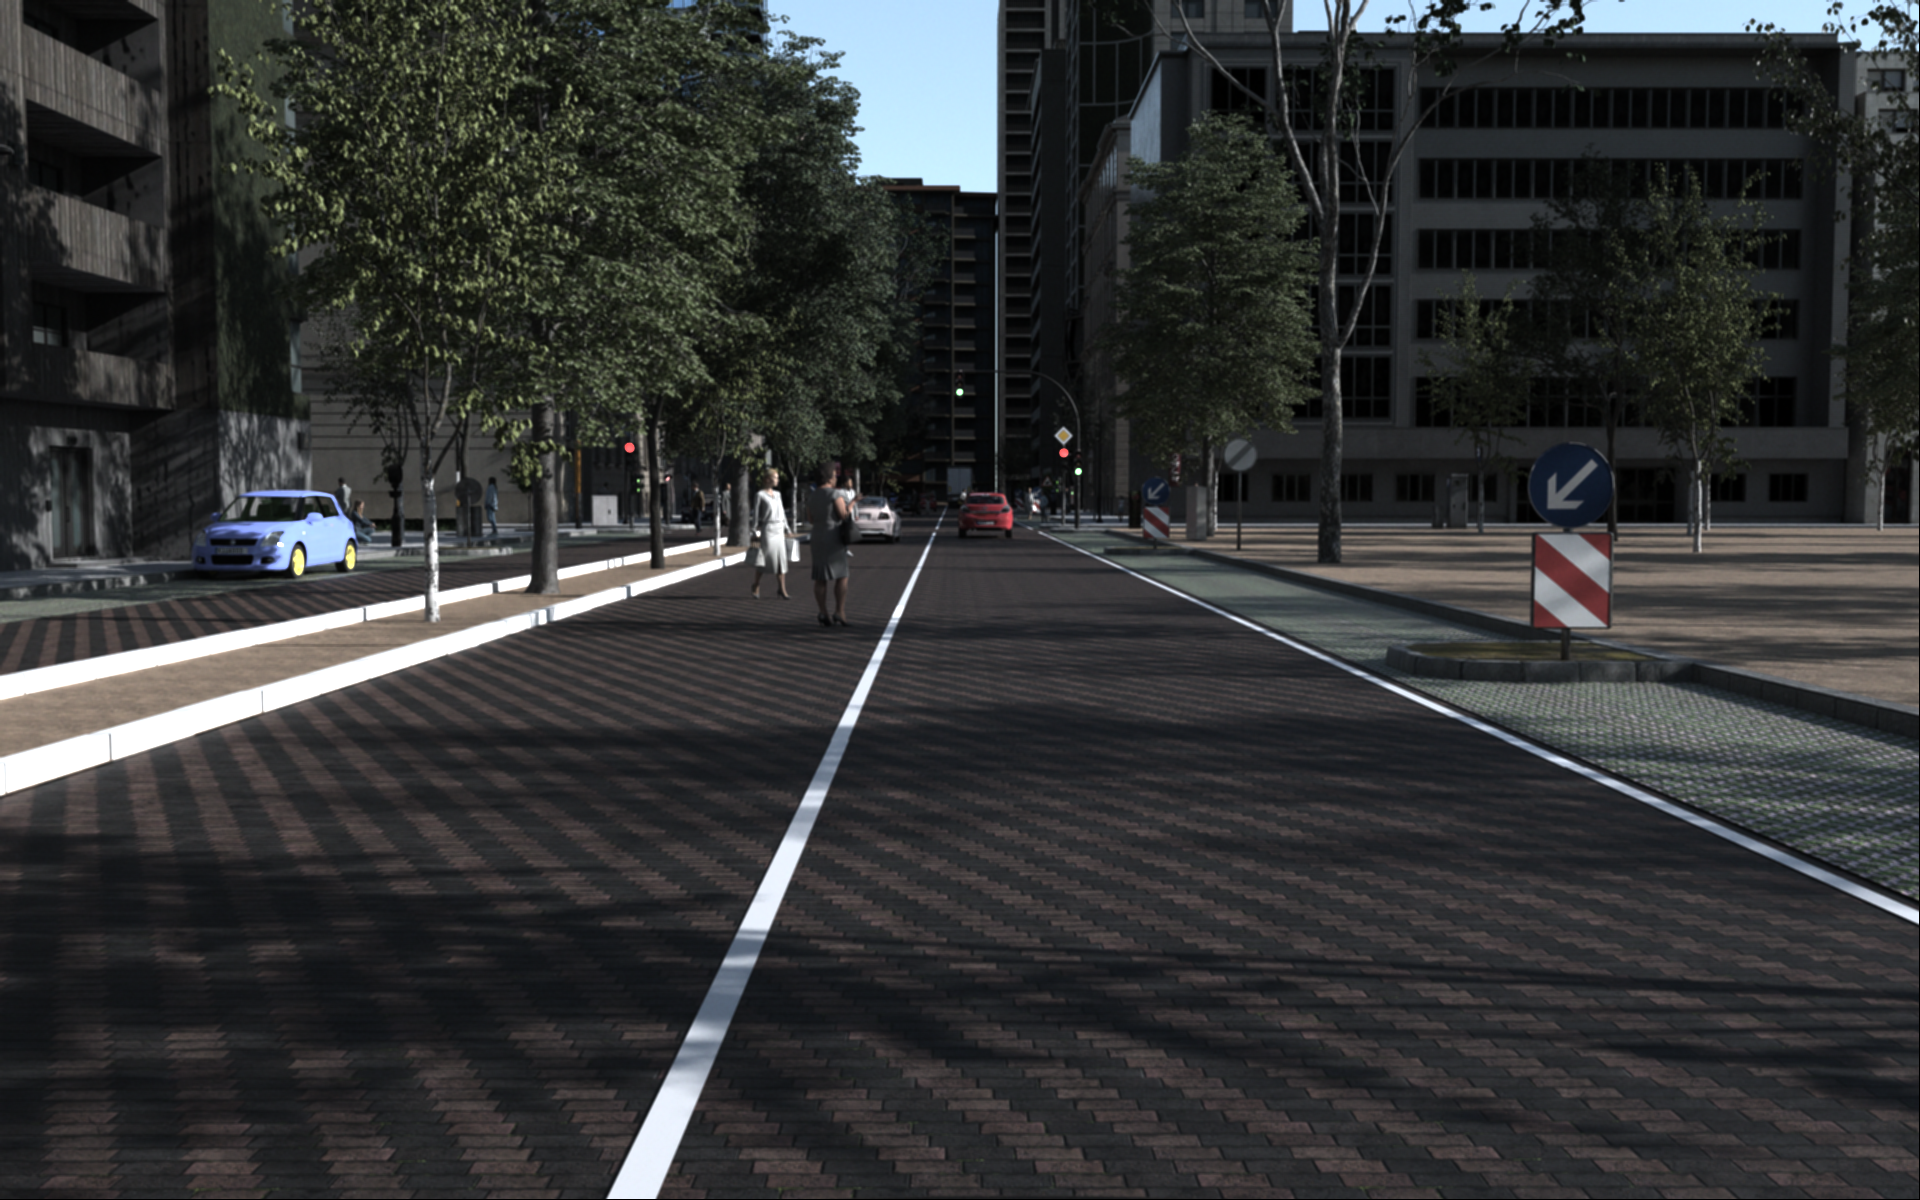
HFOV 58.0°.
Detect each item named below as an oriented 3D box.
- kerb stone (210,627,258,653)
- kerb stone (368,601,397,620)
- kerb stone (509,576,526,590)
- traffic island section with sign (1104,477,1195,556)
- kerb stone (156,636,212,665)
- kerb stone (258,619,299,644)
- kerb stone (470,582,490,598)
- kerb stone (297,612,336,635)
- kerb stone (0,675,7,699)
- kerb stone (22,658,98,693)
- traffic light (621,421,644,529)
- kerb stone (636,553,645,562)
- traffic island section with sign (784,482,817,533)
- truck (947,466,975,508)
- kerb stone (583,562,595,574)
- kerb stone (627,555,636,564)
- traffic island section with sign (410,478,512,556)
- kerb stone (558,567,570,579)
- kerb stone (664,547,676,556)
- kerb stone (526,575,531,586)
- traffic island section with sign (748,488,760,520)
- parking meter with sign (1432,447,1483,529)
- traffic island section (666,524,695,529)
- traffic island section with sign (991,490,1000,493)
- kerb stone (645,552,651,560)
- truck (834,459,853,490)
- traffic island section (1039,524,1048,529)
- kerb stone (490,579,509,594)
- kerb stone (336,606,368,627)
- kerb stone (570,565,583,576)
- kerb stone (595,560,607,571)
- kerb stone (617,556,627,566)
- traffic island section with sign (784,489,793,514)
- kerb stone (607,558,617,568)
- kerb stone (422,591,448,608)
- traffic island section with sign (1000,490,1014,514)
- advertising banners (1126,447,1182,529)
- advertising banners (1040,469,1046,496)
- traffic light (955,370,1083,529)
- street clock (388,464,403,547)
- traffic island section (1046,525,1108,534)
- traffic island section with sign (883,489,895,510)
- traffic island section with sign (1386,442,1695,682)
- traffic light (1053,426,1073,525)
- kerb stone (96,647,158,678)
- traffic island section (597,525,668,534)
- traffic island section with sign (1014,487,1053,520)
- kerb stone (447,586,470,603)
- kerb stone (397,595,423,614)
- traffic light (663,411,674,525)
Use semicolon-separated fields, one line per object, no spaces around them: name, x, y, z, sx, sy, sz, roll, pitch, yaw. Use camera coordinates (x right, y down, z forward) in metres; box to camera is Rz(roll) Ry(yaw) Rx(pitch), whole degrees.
kerb stone;-6.734;0.384;15.910;0.120;0.150;1.000;0;4;0
kerb stone;-6.757;0.134;19.999;0.120;0.150;1.000;0;4;0
kerb stone;-6.777;-0.242;26.149;0.120;0.150;1.000;0;4;0
traffic island section with sign;4.441;-1.979;40.983;1.989;1.847;2.006;0;4;0
kerb stone;-6.728;0.451;14.885;0.120;0.150;1.000;0;4;0
kerb stone;-6.735;0.326;16.932;0.120;0.150;1.000;0;4;0
kerb stone;-6.769;-0.117;24.103;0.120;0.150;1.000;0;4;0
kerb stone;-6.737;0.259;17.953;0.120;0.150;1.000;0;4;0
kerb stone;-6.715;0.636;11.814;0.120;0.150;1.000;0;4;0
kerb stone;-6.722;0.572;12.841;0.120;0.150;1.000;0;4;0
traffic light;-12.062;-4.572;63.674;0.839;4.253;0.868;0;4;0
kerb stone;-6.818;-0.868;36.396;0.120;0.150;1.000;0;4;0
traffic island section with sign;-5.888;-3.421;64.069;2.006;1.907;1.989;0;4;0
truck;0.073;-11.515;177.183;2.839;4.237;11.283;0;4;1
kerb stone;-6.803;-0.555;31.276;0.120;0.150;1.000;0;4;0
kerb stone;-6.816;-0.802;35.374;0.120;0.150;1.000;0;4;0
traffic island section with sign;-11.674;-1.968;40.808;1.989;1.847;2.006;0;4;0
kerb stone;-6.791;-0.430;29.231;0.120;0.150;1.000;0;4;0
kerb stone;-6.846;-1.119;40.496;0.120;0.150;1.000;0;4;0
kerb stone;-6.782;-0.304;27.172;0.120;0.150;1.000;0;4;0
traffic island section with sign;-11.919;-5.368;96.398;1.989;1.847;2.006;0;4;0
parking meter with sign;18.502;-4.175;64.519;1.738;3.016;0.543;0;4;-2
traffic island section;-12.137;-3.028;71.793;2.009;0.180;2.903;0;4;0
traffic island section with sign;3.740;-11.834;202.111;1.989;1.847;2.006;0;4;0
kerb stone;-6.827;-0.930;37.418;0.120;0.150;1.000;0;4;0
truck;-9.648;-9.277;140.587;2.839;4.237;11.283;0;4;-2
traffic island section;4.304;-3.032;71.860;2.009;0.180;2.903;0;4;0
kerb stone;-6.775;-0.179;25.125;0.120;0.150;1.000;0;4;0
kerb stone;-6.745;0.197;18.975;0.120;0.150;1.000;0;4;0
kerb stone;-6.794;-0.493;30.255;0.120;0.150;1.000;0;4;0
kerb stone;-6.800;-0.618;32.298;0.120;0.150;1.000;0;4;0
kerb stone;-6.813;-0.744;34.352;0.120;0.150;1.000;0;4;0
traffic island section with sign;-12.033;-7.017;123.353;1.989;1.847;2.006;0;4;0
kerb stone;-6.803;-0.681;33.330;0.120;0.150;1.000;0;4;0
kerb stone;-6.757;0.009;22.051;0.120;0.150;1.000;0;4;0
traffic island section with sign;4.074;-7.080;124.383;1.989;1.847;2.006;0;4;0
advertising banners;7.204;-4.151;64.063;2.074;3.025;0.090;0;4;2
advertising banners;5.667;-7.491;118.664;0.090;3.025;2.074;0;4;-8
traffic light;2.207;-5.440;63.610;4.771;5.953;1.251;0;4;0
street clock;-13.716;-2.295;42.101;0.358;2.002;0.471;0;4;-1
traffic island section;4.339;-2.544;63.875;2.009;0.180;2.903;0;4;0
traffic island section with sign;-6.249;-8.470;146.614;2.006;1.907;1.989;0;4;0
traffic island section with sign;4.564;-0.330;14.028;1.989;1.847;2.006;0;4;0
traffic light;4.264;-5.066;71.746;0.839;4.253;0.868;0;4;0
kerb stone;-6.728;0.511;13.863;0.120;0.150;1.000;0;4;0
traffic island section;-12.103;-2.540;63.808;2.009;0.180;2.903;0;4;0
traffic island section with sign;4.198;-5.431;97.429;1.989;1.847;2.006;0;4;0
kerb stone;-6.768;-0.053;23.073;0.120;0.150;1.000;0;4;0
kerb stone;-6.759;0.079;21.022;0.120;0.150;1.000;0;4;0
traffic light;-10.006;-5.935;71.703;4.771;5.953;1.251;0;4;0
